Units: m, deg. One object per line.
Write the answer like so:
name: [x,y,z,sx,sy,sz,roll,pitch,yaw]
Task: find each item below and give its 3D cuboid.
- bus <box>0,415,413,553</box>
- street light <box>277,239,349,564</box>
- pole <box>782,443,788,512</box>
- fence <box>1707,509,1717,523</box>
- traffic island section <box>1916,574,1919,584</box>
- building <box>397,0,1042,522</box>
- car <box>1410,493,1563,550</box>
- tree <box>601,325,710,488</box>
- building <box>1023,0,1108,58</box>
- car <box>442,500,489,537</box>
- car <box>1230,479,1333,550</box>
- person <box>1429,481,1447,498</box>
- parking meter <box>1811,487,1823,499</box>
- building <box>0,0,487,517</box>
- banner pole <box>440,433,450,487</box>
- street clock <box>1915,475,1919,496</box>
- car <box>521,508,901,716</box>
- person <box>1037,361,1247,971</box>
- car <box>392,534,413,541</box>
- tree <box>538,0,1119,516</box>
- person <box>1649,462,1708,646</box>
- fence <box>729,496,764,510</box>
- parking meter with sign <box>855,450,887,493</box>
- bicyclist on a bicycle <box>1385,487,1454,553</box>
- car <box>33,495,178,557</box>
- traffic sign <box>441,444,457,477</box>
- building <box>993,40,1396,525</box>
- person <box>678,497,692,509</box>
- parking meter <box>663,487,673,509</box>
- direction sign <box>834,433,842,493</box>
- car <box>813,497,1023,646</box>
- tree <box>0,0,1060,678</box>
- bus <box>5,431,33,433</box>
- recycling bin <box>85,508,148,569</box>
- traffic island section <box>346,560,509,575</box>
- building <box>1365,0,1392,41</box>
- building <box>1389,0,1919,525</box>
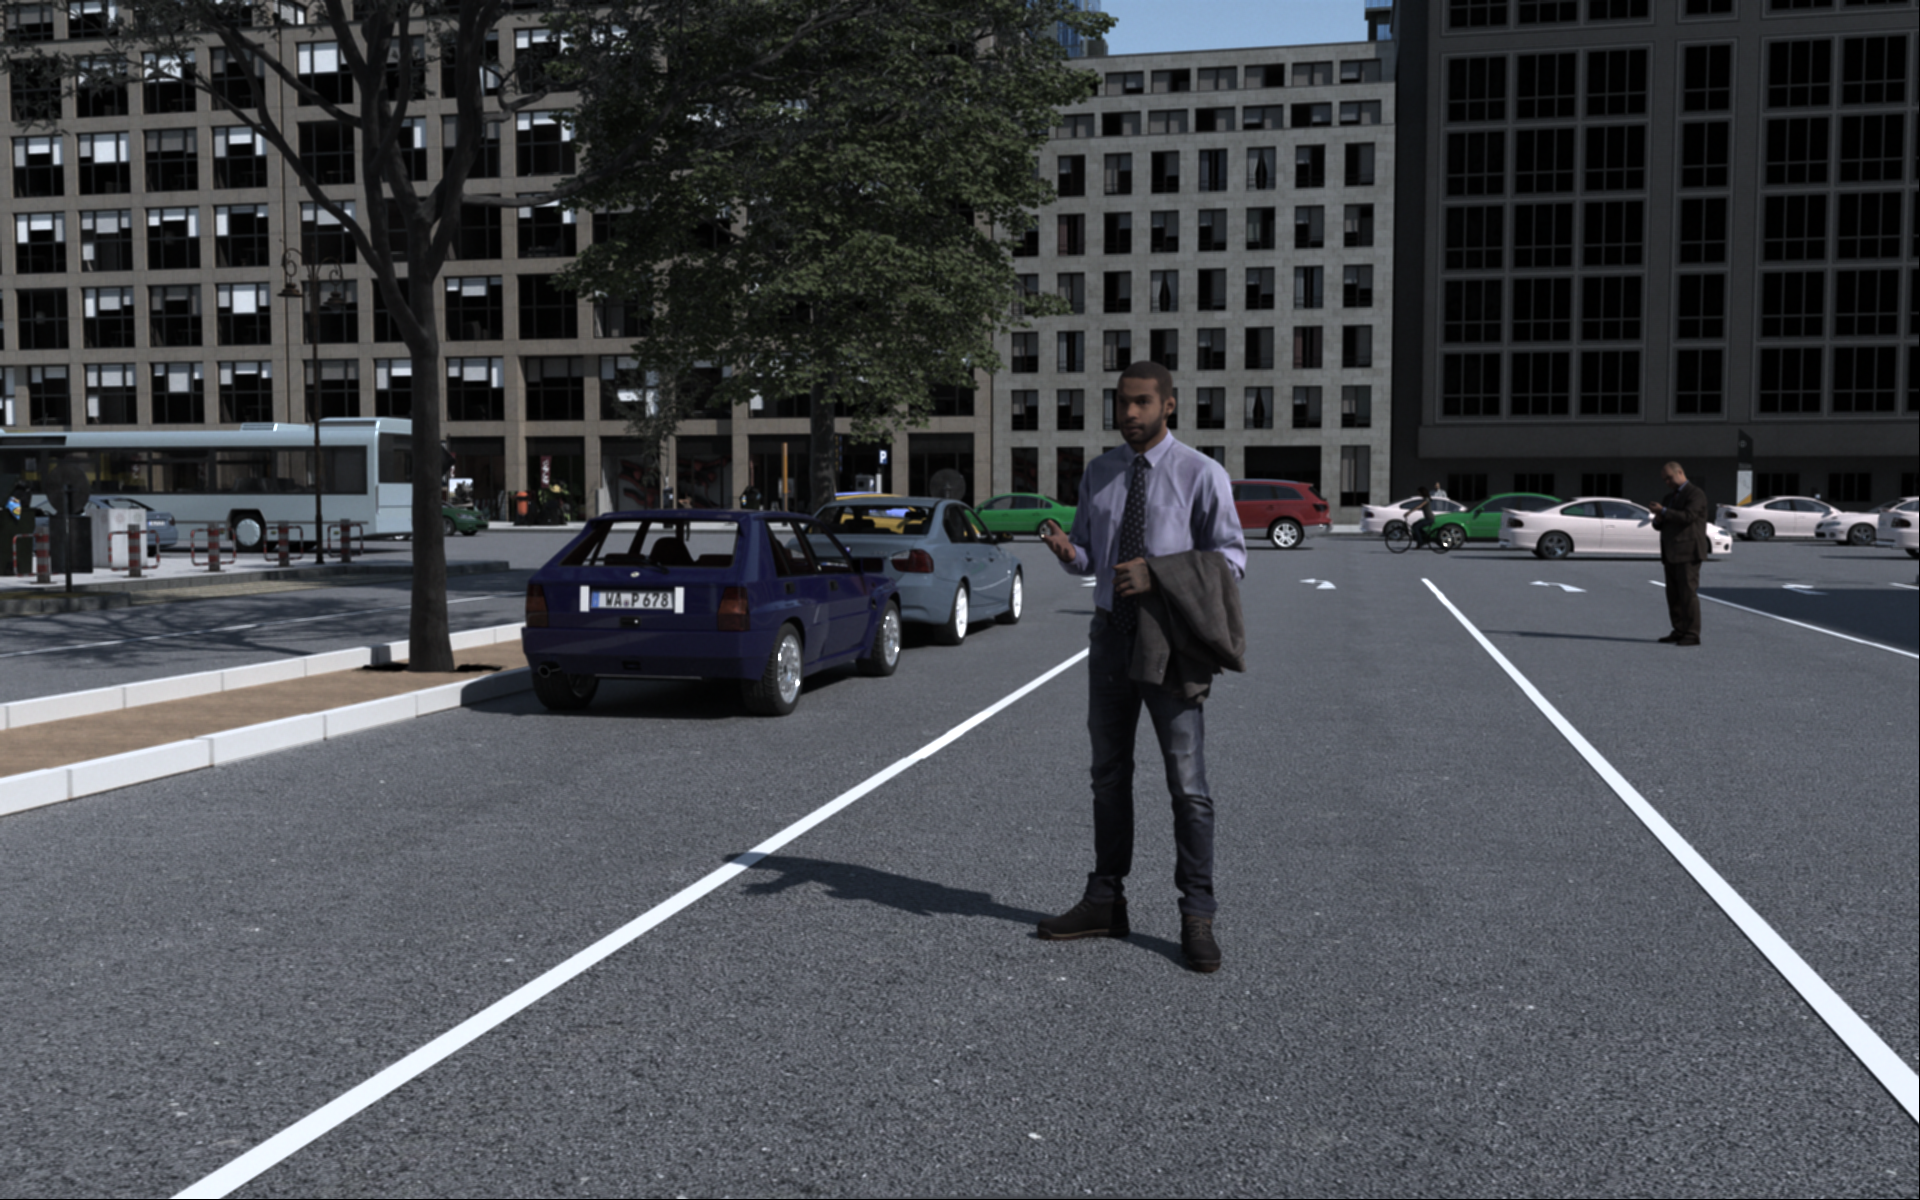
bus: [-20.082,-2.981,43.593,13.247,3.499,2.948,1,4,11]
street light: [-11.765,-3.600,31.650,0.468,5.910,1.993,1,4,12]
pole: [-6.983,-4.595,68.972,0.158,3.312,0.155,0,3,0]
fence: [30.111,-3.266,68.767,2.069,0.683,0.278,-3,4,-39]
traffic island section: [15.971,-0.255,26.446,2.009,0.180,2.903,1,4,12]
building: [-13.234,-17.317,87.646,34.151,26.468,19.350,1,4,12]
car: [14.044,-2.192,44.636,4.718,1.807,1.959,1,4,11]
tree: [-12.710,-7.527,73.424,4.360,8.622,3.978,0,3,0]
building: [8.093,-57.138,246.873,31.000,86.520,22.319,1,4,12]
car: [-18.615,-2.923,59.594,4.920,1.459,2.131,1,4,12]
car: [7.104,-2.257,45.577,5.304,1.827,2.281,1,4,14]
person: [15.443,-2.913,55.978,0.661,1.843,0.795,2,4,30]
parking meter: [30.778,-3.293,62.254,0.372,1.533,0.369,0,3,0]
building: [-46.599,-17.762,94.917,34.151,26.468,19.350,1,4,12]
banner pole: [-21.060,-4.954,71.014,0.401,3.779,0.863,1,4,16]
street clock: [34.550,-3.525,62.196,0.471,2.002,0.358,2,4,34]
car: [-1.627,-0.005,12.659,1.945,1.354,3.894,1,4,13]
person: [0.515,0.187,5.307,0.709,1.838,0.599,2,4,32]
car: [-18.298,-2.549,53.682,4.499,1.417,2.014,1,4,13]
tree: [-1.833,-6.263,22.983,7.486,12.596,7.792,0,3,0]
person: [6.853,-0.452,16.584,0.600,1.739,0.565,-3,4,-37]
fence: [-8.777,-3.668,71.181,2.264,1.192,0.480,3,5,41]
parking meter with sign: [-3.782,-4.459,69.167,1.738,3.016,0.543,2,4,32]
bicyclist on a bicycle: [11.100,-1.945,41.819,1.625,1.676,1.499,1,4,12]
car: [-19.940,-1.653,39.028,4.499,1.417,2.014,1,4,14]
traffic sign: [-9.676,-1.737,32.041,0.795,2.450,0.064,1,4,12]
building: [10.754,-13.666,78.198,16.860,20.320,10.420,1,4,12]
person: [-8.418,-2.479,52.941,0.340,1.345,0.435,3,4,37]
parking meter: [-10.801,-3.405,64.090,0.372,1.533,0.369,0,3,0]
direction sign: [-4.507,-4.414,64.171,0.379,3.537,0.876,1,4,12]
car: [-0.533,-0.355,17.809,2.014,1.417,4.499,1,4,13]
tree: [-4.271,-6.153,13.426,12.009,13.543,11.850,0,3,0]
bus: [-37.266,-4.375,63.079,12.252,3.916,2.896,1,4,13]
recycling bin: [-14.707,-1.079,30.194,0.722,1.027,0.722,2,4,28]
traffic island section: [-9.701,-0.601,32.108,2.009,0.180,2.903,1,4,12]
building: [66.178,-56.315,233.422,31.000,86.520,22.319,1,4,12]
building: [31.248,-17.278,76.000,24.014,27.812,14.314,1,4,12]
